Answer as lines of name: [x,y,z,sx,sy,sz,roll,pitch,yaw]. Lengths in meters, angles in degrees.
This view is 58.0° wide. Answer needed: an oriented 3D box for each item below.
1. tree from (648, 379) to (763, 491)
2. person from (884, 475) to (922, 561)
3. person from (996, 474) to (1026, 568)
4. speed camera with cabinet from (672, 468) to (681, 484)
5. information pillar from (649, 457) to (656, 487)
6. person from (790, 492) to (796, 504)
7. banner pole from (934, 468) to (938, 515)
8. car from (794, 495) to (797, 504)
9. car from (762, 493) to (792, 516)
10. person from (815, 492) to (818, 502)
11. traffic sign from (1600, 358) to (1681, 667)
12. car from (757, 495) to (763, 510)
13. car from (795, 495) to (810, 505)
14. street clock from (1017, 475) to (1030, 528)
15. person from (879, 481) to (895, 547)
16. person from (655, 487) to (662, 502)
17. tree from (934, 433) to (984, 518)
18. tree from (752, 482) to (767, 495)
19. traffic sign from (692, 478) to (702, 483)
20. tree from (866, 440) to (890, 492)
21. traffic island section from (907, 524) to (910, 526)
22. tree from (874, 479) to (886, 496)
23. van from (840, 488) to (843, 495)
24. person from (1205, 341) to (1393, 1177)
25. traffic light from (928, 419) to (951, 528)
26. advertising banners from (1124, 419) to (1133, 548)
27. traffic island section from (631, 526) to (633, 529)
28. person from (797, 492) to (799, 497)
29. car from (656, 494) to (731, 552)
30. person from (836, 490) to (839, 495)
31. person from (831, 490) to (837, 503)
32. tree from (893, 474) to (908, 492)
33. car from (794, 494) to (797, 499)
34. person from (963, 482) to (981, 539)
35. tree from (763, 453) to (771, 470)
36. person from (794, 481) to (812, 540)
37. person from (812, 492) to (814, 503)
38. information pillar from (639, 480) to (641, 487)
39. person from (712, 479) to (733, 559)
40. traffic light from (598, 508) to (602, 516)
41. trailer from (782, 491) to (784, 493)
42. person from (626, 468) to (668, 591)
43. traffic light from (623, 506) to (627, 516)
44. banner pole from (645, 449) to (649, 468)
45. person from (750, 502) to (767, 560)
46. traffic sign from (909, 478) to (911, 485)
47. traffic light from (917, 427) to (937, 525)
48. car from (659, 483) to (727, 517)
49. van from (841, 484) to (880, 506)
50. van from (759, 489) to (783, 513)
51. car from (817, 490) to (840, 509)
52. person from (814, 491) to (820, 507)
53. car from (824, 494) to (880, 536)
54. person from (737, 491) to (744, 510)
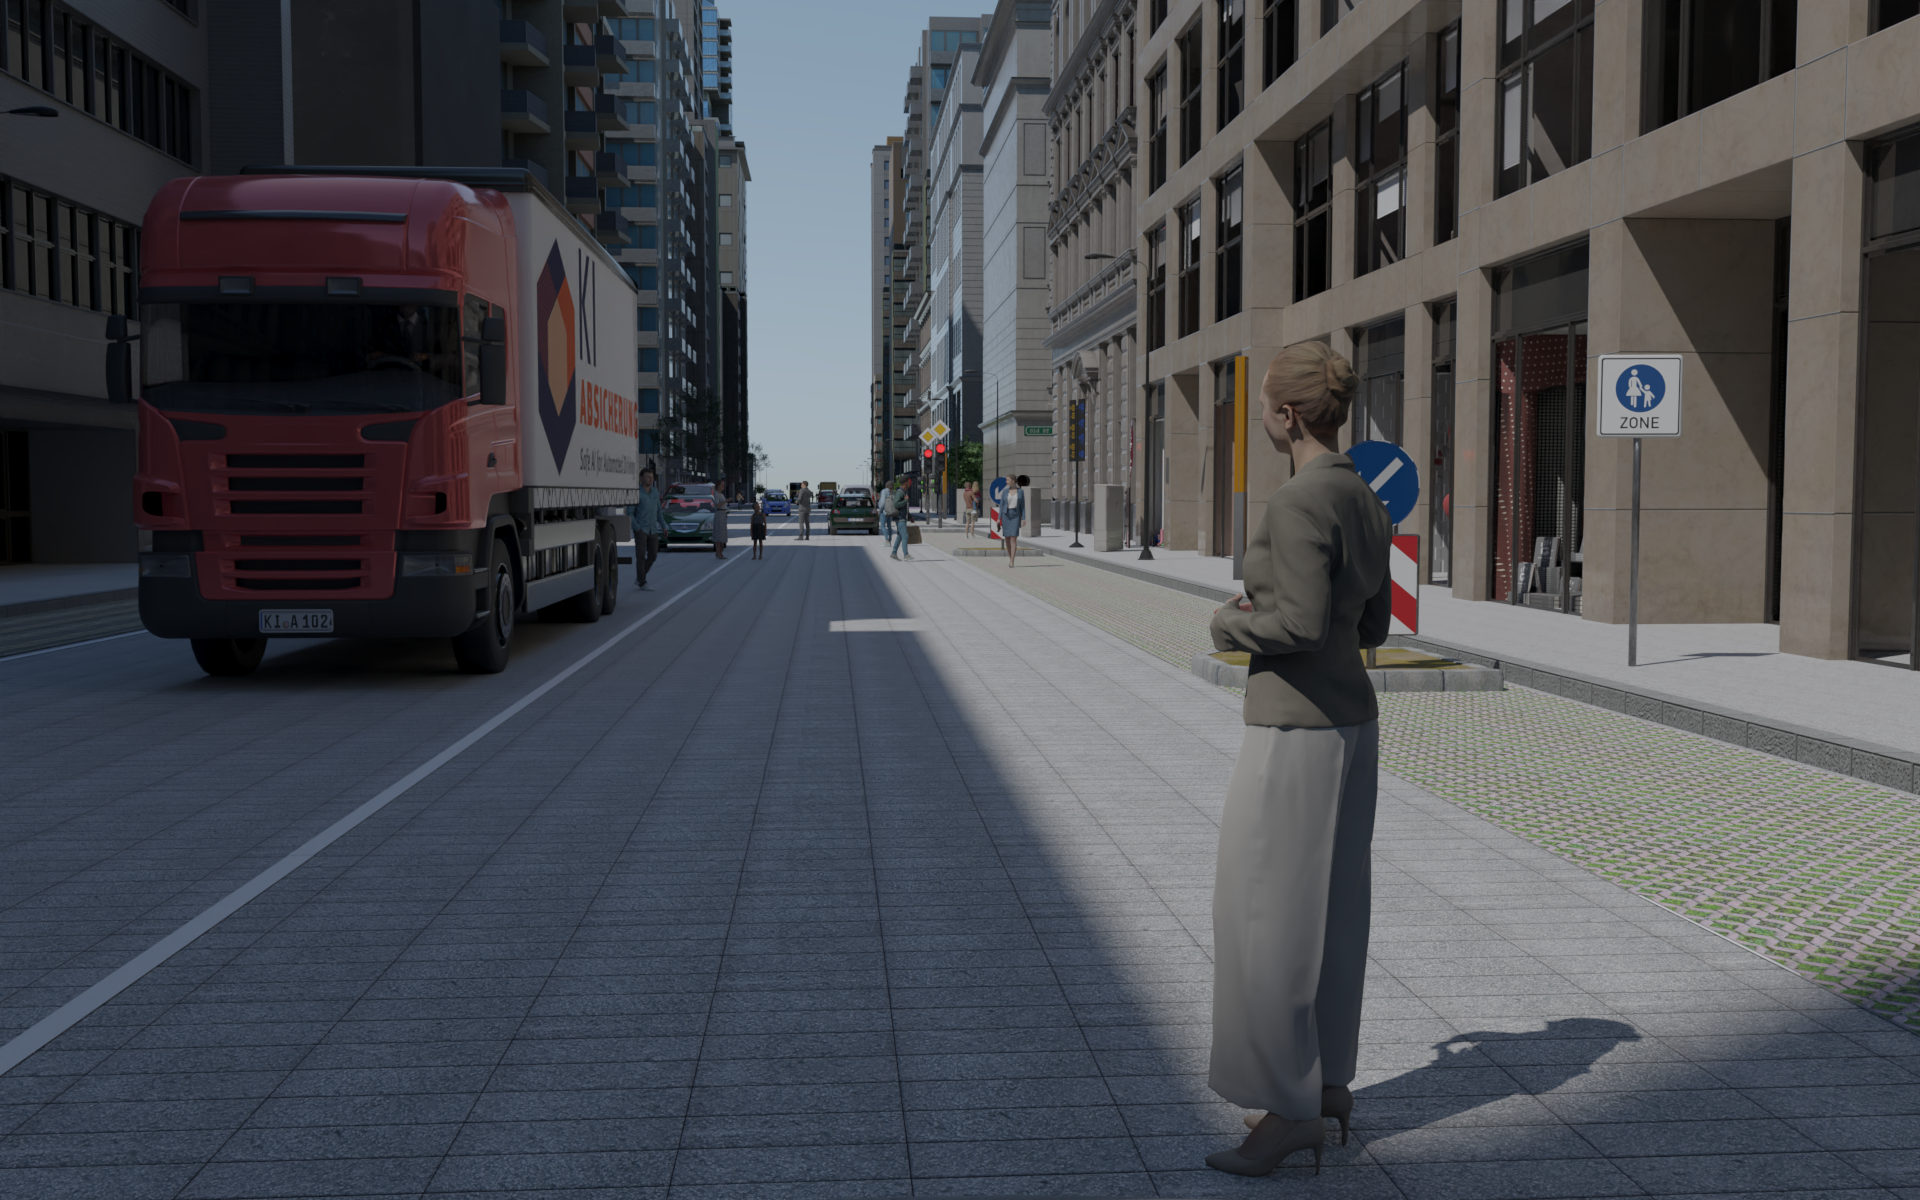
tree: [-21.850,-12.677,141.677,8.767,10.594,7.601,1,4,14]
person: [-1.192,-1.730,36.775,0.713,1.824,0.794,2,4,27]
person: [1.029,-1.542,33.734,0.581,1.822,0.654,1,4,21]
speed camera with cabinet: [-21.170,-8.477,132.940,0.660,3.252,2.038,3,5,42]
information pillar: [-19.373,-7.203,109.117,0.504,3.616,0.183,2,4,25]
person: [-25.243,-15.426,261.427,1.217,1.735,0.721,2,4,34]
banner pole: [-1.431,-7.006,104.568,0.401,3.779,0.863,-1,4,-16]
car: [-22.256,-14.303,242.656,1.959,1.807,4.718,0,4,-3]
car: [-11.841,-6.285,112.342,1.945,1.707,3.694,0,4,-4]
person: [-24.942,-17.943,302.388,0.721,1.766,1.217,2,4,29]
traffic sign: [5.003,-0.654,12.823,0.606,2.300,0.079,0,4,3]
car: [-17.341,-8.841,156.904,2.083,1.381,4.827,0,4,-5]
car: [-20.148,-13.023,222.714,2.009,1.686,4.222,0,4,-3]
street clock: [2.370,-3.683,64.794,0.471,2.002,0.358,2,4,29]
person: [-1.980,-2.355,47.277,0.793,1.790,0.793,0,4,3]
person: [-15.837,-5.026,90.852,0.590,1.801,0.661,0,4,2]
tree: [0.371,-6.651,92.462,4.285,4.588,4.351,0,3,0]
tree: [-29.823,-16.015,256.446,1.663,3.219,1.824,0,3,0]
traffic sign: [-20.347,-8.200,134.180,0.768,2.556,0.104,0,4,3]
tree: [-10.515,-17.253,232.441,4.360,8.622,3.978,0,3,0]
traffic island section: [-1.325,-3.096,72.893,2.009,0.180,2.903,0,4,-4]
tree: [-9.906,-13.477,214.950,1.663,3.219,1.824,0,3,0]
van: [-6.587,-6.017,105.384,2.013,2.044,4.112,0,4,-3]
person: [0.726,0.321,3.801,0.362,1.759,0.519,2,4,35]
traffic light: [-0.762,-4.642,64.814,0.839,4.253,0.868,0,4,-4]
advertising banners: [4.020,-2.754,41.221,0.090,3.025,2.074,0,4,2]
traffic island section: [-13.931,-3.038,71.945,2.009,0.180,2.903,0,4,-4]
person: [-22.080,-13.859,236.016,0.541,1.710,0.530,-3,5,-44]
car: [-6.954,-2.001,44.522,2.131,1.459,4.920,0,4,-6]
person: [-13.649,-11.220,191.585,1.348,1.869,0.705,0,4,4]
person: [-10.556,-8.366,145.629,0.623,1.781,0.721,-1,4,-11]
tree: [-5.202,-9.809,154.975,1.663,3.219,1.824,0,3,0]
car: [-25.309,-16.140,273.680,2.009,1.686,4.222,0,4,-3]
person: [0.390,-2.873,55.453,0.580,1.828,0.573,0,4,-1]
tree: [-28.160,-17.496,220.474,8.767,10.594,7.601,-1,4,-16]
person: [-4.889,-2.774,53.656,0.447,1.846,0.655,2,4,35]
person: [-23.178,-16.154,272.761,0.705,1.807,1.348,1,4,9]
information pillar: [-17.210,-5.391,92.633,0.304,2.012,0.304,-1,4,-11]
person: [-5.192,-1.774,38.068,0.524,1.755,0.480,1,4,9]
traffic light: [-13.286,-4.583,63.851,0.839,4.253,0.868,0,4,-4]
trailer: [-30.780,-17.751,297.282,1.471,1.999,3.904,0,4,-3]
person: [-4.710,-1.058,25.824,0.620,1.820,0.660,2,4,34]
traffic light: [-13.890,-5.070,71.814,0.839,4.253,0.868,0,4,-4]
banner pole: [-17.548,-6.563,97.323,0.401,3.779,0.863,0,4,1]
person: [-4.407,-1.512,37.887,0.362,1.253,0.373,0,4,-2]
traffic sign: [-4.061,-8.001,130.920,0.768,2.556,0.104,0,4,0]
traffic light: [-1.366,-5.129,72.776,0.839,4.253,0.868,0,4,-4]
car: [-8.905,-2.984,57.468,2.281,1.827,5.304,0,4,-2]
van: [-4.504,-4.244,76.402,2.013,2.044,4.112,0,4,-3]
van: [-14.519,-7.791,134.388,2.013,2.044,4.112,0,4,-2]
car: [-12.684,-9.718,167.565,2.281,1.827,5.304,0,4,-3]
person: [-16.129,-11.606,198.393,1.348,1.807,0.705,-1,4,-17]
car: [-3.785,-3.146,61.228,2.009,1.686,4.222,0,4,-6]
person: [-19.329,-8.750,152.284,0.721,1.735,1.217,-2,4,-34]
